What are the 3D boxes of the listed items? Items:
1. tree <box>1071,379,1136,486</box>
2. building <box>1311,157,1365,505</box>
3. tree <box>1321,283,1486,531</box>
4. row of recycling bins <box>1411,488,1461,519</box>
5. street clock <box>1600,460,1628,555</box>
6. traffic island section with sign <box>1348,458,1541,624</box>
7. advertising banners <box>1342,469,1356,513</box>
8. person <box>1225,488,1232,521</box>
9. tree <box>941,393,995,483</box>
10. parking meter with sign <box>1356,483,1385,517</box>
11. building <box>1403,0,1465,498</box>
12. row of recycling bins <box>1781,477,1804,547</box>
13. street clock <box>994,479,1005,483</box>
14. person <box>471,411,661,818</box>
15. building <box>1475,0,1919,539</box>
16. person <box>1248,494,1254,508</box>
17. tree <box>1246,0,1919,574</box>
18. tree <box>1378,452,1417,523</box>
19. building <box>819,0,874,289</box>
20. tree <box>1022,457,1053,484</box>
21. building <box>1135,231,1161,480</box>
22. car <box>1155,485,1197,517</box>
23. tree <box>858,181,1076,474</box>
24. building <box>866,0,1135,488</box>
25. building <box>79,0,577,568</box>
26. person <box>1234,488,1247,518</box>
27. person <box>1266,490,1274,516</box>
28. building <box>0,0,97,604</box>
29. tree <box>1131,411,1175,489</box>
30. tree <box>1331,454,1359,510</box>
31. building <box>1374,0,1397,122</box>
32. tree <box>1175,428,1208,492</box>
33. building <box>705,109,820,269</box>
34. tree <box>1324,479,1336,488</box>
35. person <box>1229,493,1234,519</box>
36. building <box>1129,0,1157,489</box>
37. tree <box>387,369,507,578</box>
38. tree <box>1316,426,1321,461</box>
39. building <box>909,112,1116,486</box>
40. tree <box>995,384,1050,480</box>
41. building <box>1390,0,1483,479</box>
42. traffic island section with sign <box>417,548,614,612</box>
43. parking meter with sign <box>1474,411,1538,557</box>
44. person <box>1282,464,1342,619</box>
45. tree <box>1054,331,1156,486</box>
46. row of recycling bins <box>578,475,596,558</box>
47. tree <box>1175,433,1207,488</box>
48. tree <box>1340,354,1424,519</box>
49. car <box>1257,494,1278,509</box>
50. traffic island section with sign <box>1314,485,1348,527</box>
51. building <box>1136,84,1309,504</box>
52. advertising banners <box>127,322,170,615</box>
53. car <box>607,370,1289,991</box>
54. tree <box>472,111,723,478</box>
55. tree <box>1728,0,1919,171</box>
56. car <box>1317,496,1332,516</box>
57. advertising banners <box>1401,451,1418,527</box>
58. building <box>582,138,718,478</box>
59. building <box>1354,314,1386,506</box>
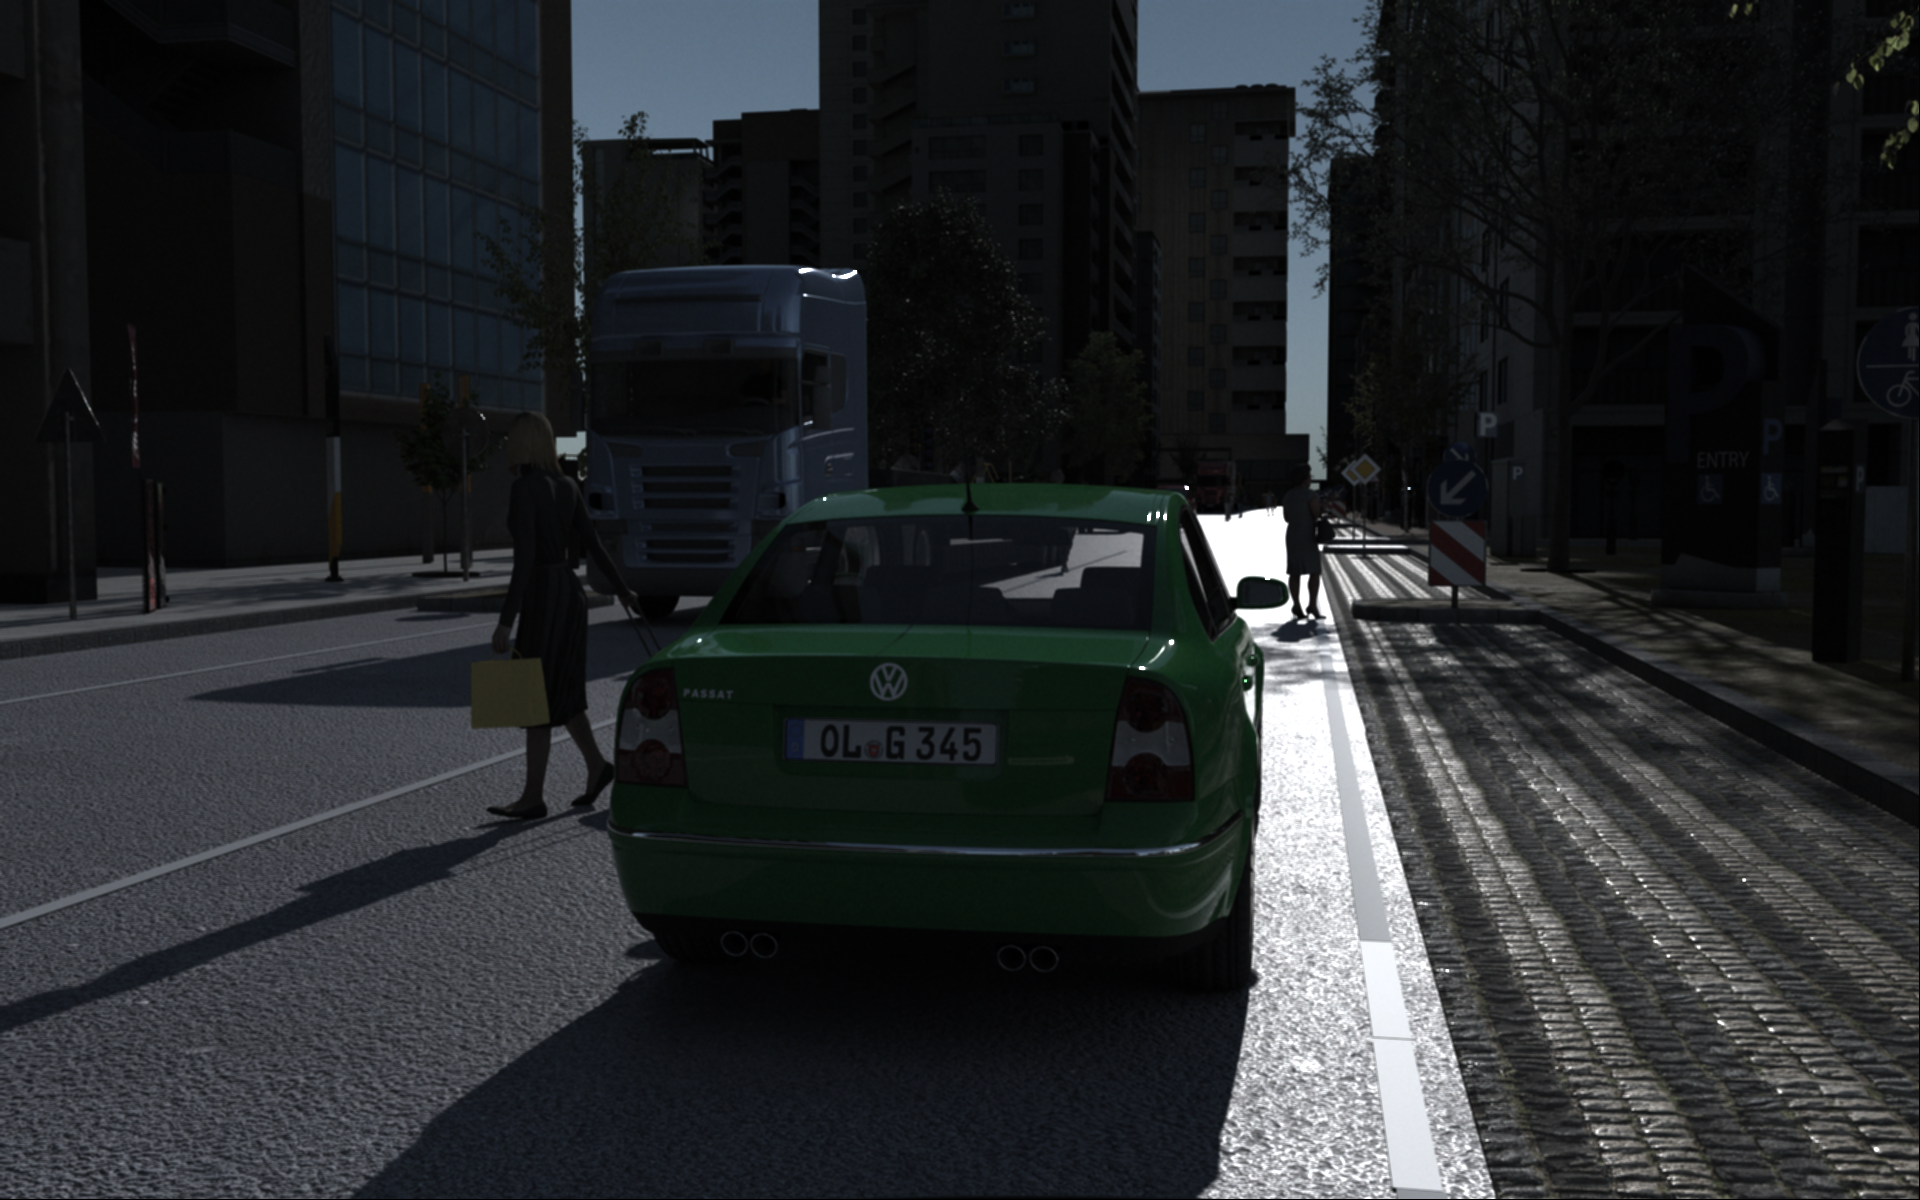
[{"bbox_3d":[9.221,-9.852,111.435,4.737,8.622,4.395,0,3,0],"label":"tree"},{"bbox_3d":[58.799,-34.346,216.179,28.867,44.769,22.147,1,4,11],"label":"building"},{"bbox_3d":[15.717,-6.717,60.185,4.737,8.622,4.395,0,3,0],"label":"tree"},{"bbox_3d":[24.021,-5.026,89.287,3.534,1.692,1.069,0,4,6],"label":"row of recycling bins"},{"bbox_3d":[13.721,-1.950,36.451,0.471,2.002,0.358,1,4,16],"label":"street clock"},{"bbox_3d":[5.594,-0.704,20.133,1.989,1.847,2.006,1,4,11],"label":"traffic island section with sign"},{"bbox_3d":[26.897,-7.563,119.849,0.090,3.025,2.074,3,4,38],"label":"advertising banners"},{"bbox_3d":[14.172,-5.045,91.528,0.362,1.759,0.519,1,4,20],"label":"person"},{"bbox_3d":[-0.702,-9.140,99.808,4.737,8.622,4.395,0,3,0],"label":"tree"},{"bbox_3d":[22.943,-6.142,96.685,1.738,3.016,0.543,3,4,39],"label":"parking meter with sign"},{"bbox_3d":[39.111,-29.694,105.102,23.786,49.044,30.456,1,4,11],"label":"building"},{"bbox_3d":[18.340,-2.012,40.016,3.534,1.692,1.069,2,4,27],"label":"row of recycling bins"},{"bbox_3d":[1.864,-4.725,81.824,0.471,2.002,0.358,-2,4,-25],"label":"street clock"},{"bbox_3d":[-1.567,0.045,7.986,1.509,1.804,0.699,-3,4,-38],"label":"person"},{"bbox_3d":[28.614,-37.738,55.265,20.611,71.187,20.563,1,4,11],"label":"building"},{"bbox_3d":[29.955,-10.204,178.564,0.697,1.427,0.421,-2,4,-31],"label":"person"},{"bbox_3d":[9.987,-7.198,28.055,12.009,13.543,11.850,0,3,0],"label":"tree"},{"bbox_3d":[19.155,-5.012,76.543,1.663,3.219,1.824,0,3,0],"label":"tree"},{"bbox_3d":[-2.858,-46.057,191.279,20.611,71.187,20.563,1,4,11],"label":"building"},{"bbox_3d":[3.386,-5.410,83.049,1.663,3.219,1.824,0,3,0],"label":"tree"},{"bbox_3d":[15.106,-25.751,192.733,14.107,30.474,14.160,1,4,11],"label":"building"},{"bbox_3d":[9.415,-4.176,76.948,2.281,1.827,5.304,1,4,11],"label":"car"},{"bbox_3d":[-0.816,-8.994,64.053,9.611,12.733,9.660,0,3,0],"label":"tree"},{"bbox_3d":[3.688,-32.361,152.803,21.300,48.544,21.600,1,4,11],"label":"building"},{"bbox_3d":[-17.874,-23.645,36.708,14.200,45.320,14.600,1,4,11],"label":"building"},{"bbox_3d":[17.102,-5.913,105.533,0.721,1.781,0.623,3,5,45],"label":"person"},{"bbox_3d":[19.991,-6.260,111.858,0.512,1.701,0.522,-1,4,-18],"label":"person"},{"bbox_3d":[-22.904,-23.702,11.233,21.300,48.544,21.600,1,4,11],"label":"building"},{"bbox_3d":[15.614,-12.060,147.537,4.360,8.622,3.978,0,3,0],"label":"tree"},{"bbox_3d":[31.743,-9.572,140.218,4.285,4.588,4.351,0,3,0],"label":"tree"},{"bbox_3d":[47.091,-30.275,149.624,22.147,44.769,28.867,1,4,11],"label":"building"},{"bbox_3d":[25.044,-14.797,192.297,4.360,8.622,3.978,0,3,0],"label":"tree"},{"bbox_3d":[-20.086,-33.575,199.063,14.200,45.320,14.600,1,4,11],"label":"building"},{"bbox_3d":[39.168,-11.402,181.016,1.663,3.219,1.824,0,3,0],"label":"tree"},{"bbox_3d":[15.549,-5.436,99.969,0.503,1.515,0.523,0,4,2],"label":"person"},{"bbox_3d":[9.238,-44.938,172.995,20.563,71.187,20.611,1,4,11],"label":"building"},{"bbox_3d":[-8.169,-1.984,27.044,1.663,3.219,1.824,0,3,0],"label":"tree"},{"bbox_3d":[37.612,-13.613,172.941,4.737,8.622,4.395,0,3,0],"label":"tree"},{"bbox_3d":[4.398,-22.224,135.062,14.160,30.474,14.107,1,4,11],"label":"building"},{"bbox_3d":[4.047,-10.000,113.864,4.737,8.622,4.395,0,3,0],"label":"tree"},{"bbox_3d":[39.779,-29.293,129.053,14.600,45.320,14.200,1,4,11],"label":"building"},{"bbox_3d":[-5.521,-0.820,22.040,1.989,1.847,2.006,1,4,11],"label":"traffic island section with sign"},{"bbox_3d":[11.335,-2.421,35.844,0.543,3.016,1.738,-1,4,-15],"label":"parking meter with sign"},{"bbox_3d":[4.061,-0.675,19.887,0.532,1.782,0.716,-3,4,-36],"label":"person"},{"bbox_3d":[10.038,-12.425,121.278,7.486,12.596,7.792,0,3,0],"label":"tree"},{"bbox_3d":[-7.624,-1.707,35.024,3.534,1.692,1.069,2,4,32],"label":"row of recycling bins"},{"bbox_3d":[27.004,-15.444,202.870,4.737,8.622,4.395,0,3,0],"label":"tree"},{"bbox_3d":[22.148,-8.581,90.656,4.360,8.622,3.978,0,3,0],"label":"tree"},{"bbox_3d":[29.535,-9.551,166.384,2.015,1.641,3.980,1,4,11],"label":"car"},{"bbox_3d":[16.265,-4.055,74.920,1.989,1.847,2.006,1,4,11],"label":"traffic island section with sign"},{"bbox_3d":[31.476,-38.872,224.800,27.495,52.752,28.713,1,4,11],"label":"building"},{"bbox_3d":[-8.785,-1.378,18.724,0.090,3.025,2.074,-1,4,-17],"label":"advertising banners"},{"bbox_3d":[0.236,0.141,6.489,1.959,1.807,4.718,1,4,11],"label":"car"},{"bbox_3d":[-6.687,-5.038,32.742,4.737,8.622,4.395,0,3,0],"label":"tree"},{"bbox_3d":[5.391,-3.499,7.574,4.360,8.622,3.978,0,3,0],"label":"tree"},{"bbox_3d":[23.069,-6.026,111.105,1.945,1.354,3.894,1,4,10],"label":"car"},{"bbox_3d":[17.913,-4.458,69.081,0.090,3.025,2.074,0,4,-2],"label":"advertising banners"},{"bbox_3d":[-34.584,-31.697,201.841,14.086,41.232,14.154,1,4,11],"label":"building"},{"bbox_3d":[55.184,-20.373,178.132,27.650,21.520,28.899,1,4,11],"label":"building"}]
